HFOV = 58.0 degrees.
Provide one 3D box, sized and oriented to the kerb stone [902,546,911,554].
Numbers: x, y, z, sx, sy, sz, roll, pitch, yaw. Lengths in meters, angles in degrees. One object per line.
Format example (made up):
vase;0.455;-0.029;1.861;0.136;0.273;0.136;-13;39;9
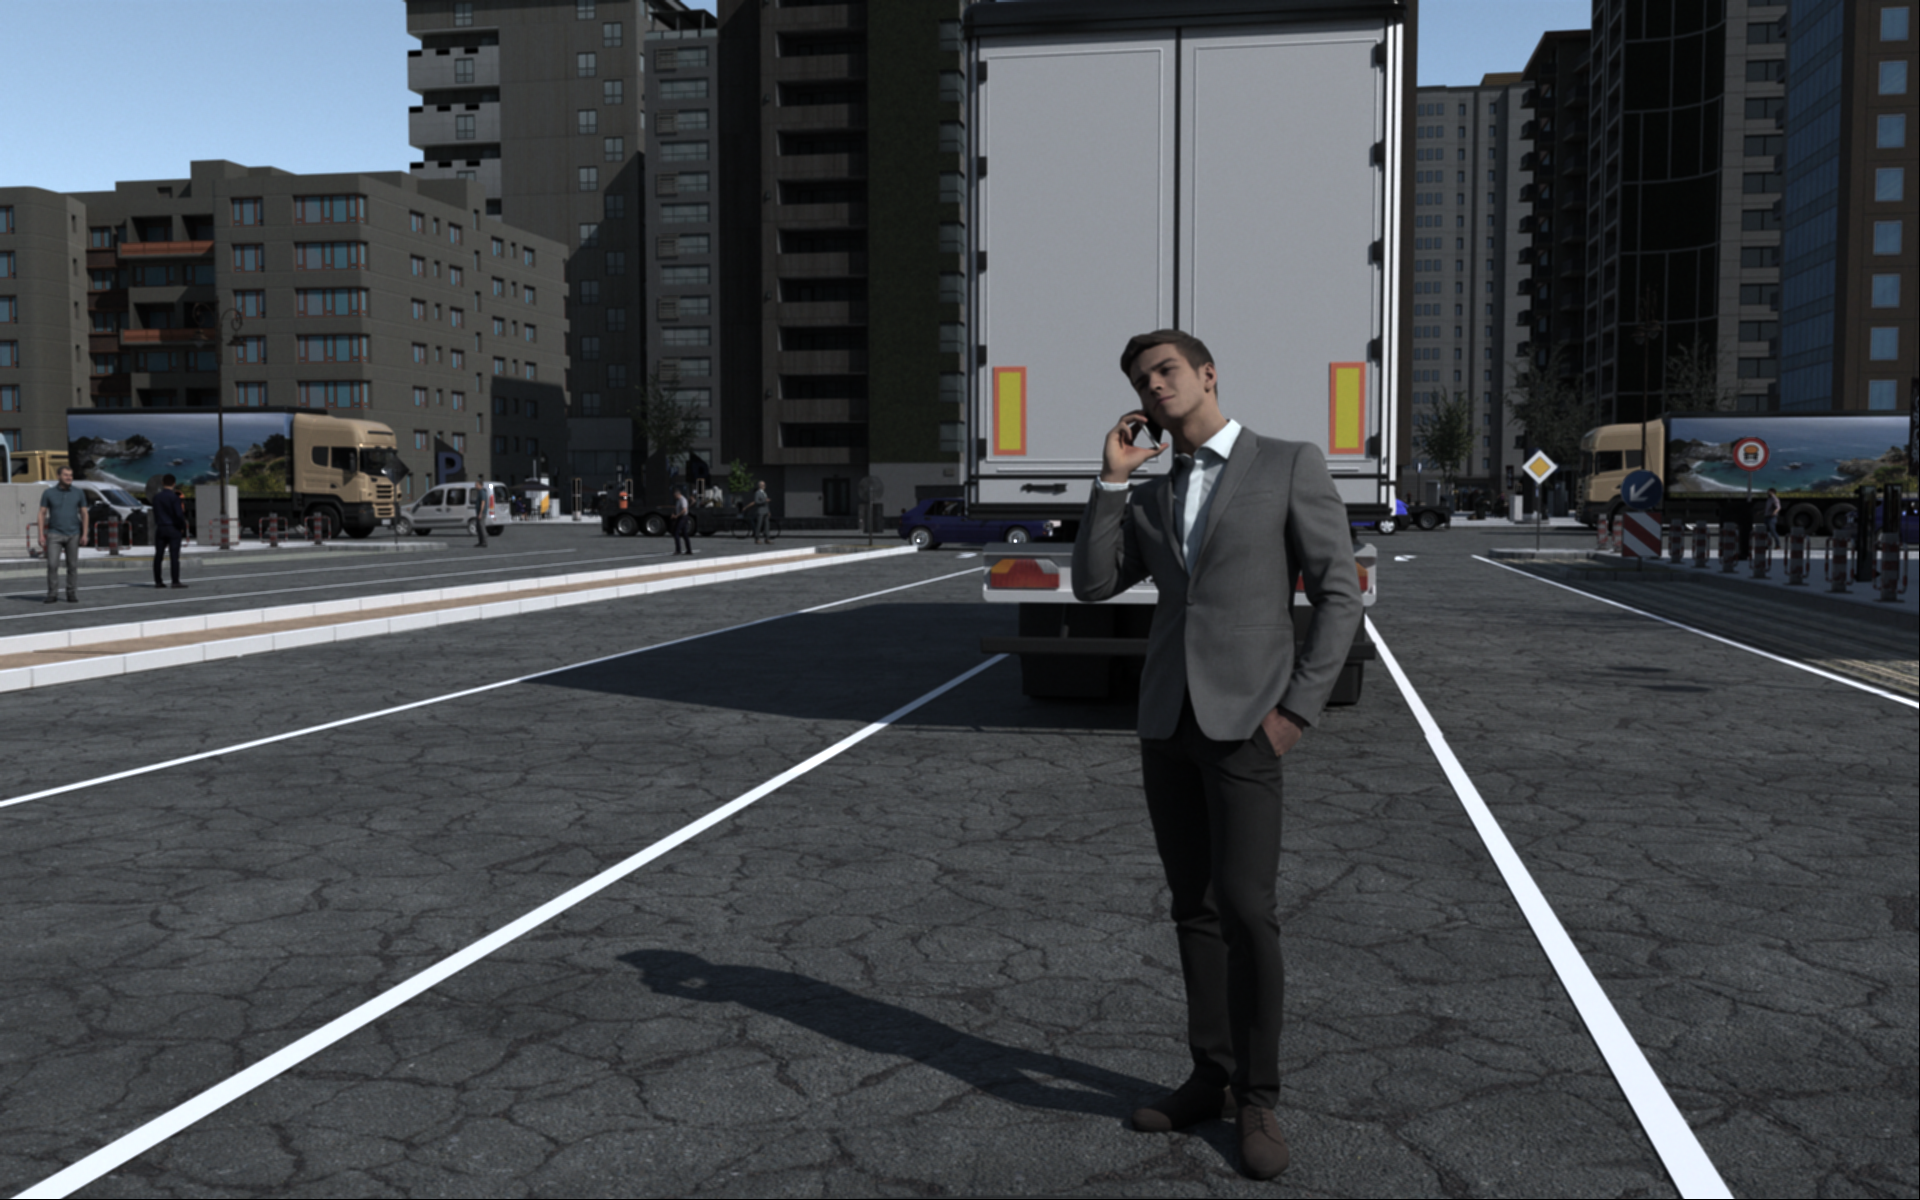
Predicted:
kerb stone;-1.402;-1.189;41.633;0.120;0.150;1.000;1;4;11

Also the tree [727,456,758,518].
tree;-11.105;-5.583;85.882;1.663;3.219;1.824;0;3;0

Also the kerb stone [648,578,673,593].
kerb stone;-4.477;-0.192;25.429;0.120;0.150;1.000;1;4;11

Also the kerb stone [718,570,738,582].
kerb stone;-3.903;-0.379;28.473;0.120;0.150;1.000;1;4;11

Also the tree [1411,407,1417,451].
tree;34.887;-11.842;143.976;4.737;8.622;4.395;0;3;0

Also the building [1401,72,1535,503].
building;66.183;-43.138;247.300;28.212;58.520;21.231;1;4;11

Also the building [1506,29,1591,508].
building;64.346;-31.031;161.984;22.147;44.769;28.867;1;4;11

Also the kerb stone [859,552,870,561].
kerb stone;-2.183;-0.940;37.574;0.120;0.150;1.000;1;4;11

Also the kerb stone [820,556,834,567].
kerb stone;-2.753;-0.755;34.543;0.120;0.150;1.000;1;4;11

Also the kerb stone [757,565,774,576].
kerb stone;-3.524;-0.507;30.490;0.120;0.150;1.000;1;4;11

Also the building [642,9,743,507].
building;-18.051;-28.464;148.984;14.154;41.232;14.086;1;4;11

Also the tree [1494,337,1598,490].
tree;27.443;-8.027;81.597;4.360;8.622;3.978;0;3;0

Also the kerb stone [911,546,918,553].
kerb stone;-1.209;-1.251;42.642;0.120;0.150;1.000;1;4;11

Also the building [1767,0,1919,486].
building;50.755;-26.764;87.695;14.200;45.320;14.600;1;4;11

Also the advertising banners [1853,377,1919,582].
advertising banners;13.838;-1.806;25.710;2.074;3.025;0.090;-3;4;-36

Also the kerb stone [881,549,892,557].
kerb stone;-1.792;-1.064;39.599;0.120;0.150;1.000;1;4;11

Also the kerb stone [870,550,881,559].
kerb stone;-1.982;-0.998;38.590;0.120;0.150;1.000;1;4;11

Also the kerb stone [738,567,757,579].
kerb stone;-3.706;-0.445;29.480;0.120;0.150;1.000;1;4;11

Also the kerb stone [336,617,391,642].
kerb stone;-6.026;0.298;17.316;0.120;0.150;1.000;1;4;11

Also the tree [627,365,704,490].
tree;-16.970;-9.140;99.803;4.737;8.622;4.395;0;3;0

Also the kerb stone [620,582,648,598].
kerb stone;-4.677;-0.134;24.418;0.120;0.150;1.000;1;4;11

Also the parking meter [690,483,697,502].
parking meter;-14.247;-5.327;92.807;0.399;1.863;0.255;-2;4;-33

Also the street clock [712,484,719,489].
street clock;-17.620;-7.361;124.915;0.471;2.002;0.358;0;4;-3

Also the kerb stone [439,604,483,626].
kerb stone;-5.645;0.175;19.334;0.120;0.150;1.000;1;4;11

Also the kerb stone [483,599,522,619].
kerb stone;-5.447;0.113;20.341;0.120;0.150;1.000;1;4;11

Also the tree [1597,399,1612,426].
tree;41.755;-10.185;116.892;4.360;8.622;3.978;0;3;0

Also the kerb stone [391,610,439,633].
kerb stone;-5.832;0.237;18.325;0.120;0.150;1.000;1;4;11

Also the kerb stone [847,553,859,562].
kerb stone;-2.365;-0.878;36.560;0.120;0.150;1.000;1;4;11

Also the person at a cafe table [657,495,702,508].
person at a cafe table;-12.741;-4.213;79.742;1.726;1.238;1.698;1;4;21

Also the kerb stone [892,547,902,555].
kerb stone;-1.597;-1.124;40.614;0.120;0.150;1.000;1;4;11

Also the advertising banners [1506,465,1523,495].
advertising banners;34.034;-6.657;105.026;2.074;3.025;0.090;3;5;44

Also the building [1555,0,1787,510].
building;59.923;-42.730;136.882;20.563;71.187;20.611;1;4;11

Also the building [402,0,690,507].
building;-41.036;-36.232;181.639;27.495;52.752;28.713;1;4;11

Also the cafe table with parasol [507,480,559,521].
cafe table with parasol;-20.213;-4.705;81.786;2.610;1.966;2.610;1;4;20

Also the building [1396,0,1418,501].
building;16.398;-27.009;91.703;14.200;45.320;14.600;1;4;11

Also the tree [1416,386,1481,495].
tree;34.718;-10.505;122.115;4.737;8.622;4.395;0;3;0

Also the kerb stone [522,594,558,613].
kerb stone;-5.254;0.052;21.350;0.120;0.150;1.000;1;4;11

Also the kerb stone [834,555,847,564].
kerb stone;-2.557;-0.817;35.551;0.120;0.150;1.000;1;4;11

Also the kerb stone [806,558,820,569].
kerb stone;-2.942;-0.693;33.534;0.120;0.150;1.000;1;4;11

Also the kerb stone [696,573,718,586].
kerb stone;-4.099;-0.322;27.464;0.120;0.150;1.000;1;4;11

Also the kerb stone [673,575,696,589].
kerb stone;-4.297;-0.259;26.441;0.120;0.150;1.000;1;4;11

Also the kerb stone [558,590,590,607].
kerb stone;-5.063;-0.010;22.377;0.120;0.150;1.000;1;4;11

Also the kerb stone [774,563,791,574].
kerb stone;-3.327;-0.568;31.507;0.120;0.150;1.000;1;4;11

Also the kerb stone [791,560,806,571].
kerb stone;-3.136;-0.625;32.517;0.120;0.150;1.000;1;4;11

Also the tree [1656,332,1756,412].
tree;34.192;-7.915;79.775;4.360;8.622;3.978;0;3;0

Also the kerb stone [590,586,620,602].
kerb stone;-4.877;-0.073;23.392;0.120;0.150;1.000;1;4;11

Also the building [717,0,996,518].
building;-5.442;-19.828;95.887;14.107;30.474;14.160;1;4;11

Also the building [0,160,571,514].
building;-44.006;-16.207;110.021;28.899;21.520;27.650;1;4;11
